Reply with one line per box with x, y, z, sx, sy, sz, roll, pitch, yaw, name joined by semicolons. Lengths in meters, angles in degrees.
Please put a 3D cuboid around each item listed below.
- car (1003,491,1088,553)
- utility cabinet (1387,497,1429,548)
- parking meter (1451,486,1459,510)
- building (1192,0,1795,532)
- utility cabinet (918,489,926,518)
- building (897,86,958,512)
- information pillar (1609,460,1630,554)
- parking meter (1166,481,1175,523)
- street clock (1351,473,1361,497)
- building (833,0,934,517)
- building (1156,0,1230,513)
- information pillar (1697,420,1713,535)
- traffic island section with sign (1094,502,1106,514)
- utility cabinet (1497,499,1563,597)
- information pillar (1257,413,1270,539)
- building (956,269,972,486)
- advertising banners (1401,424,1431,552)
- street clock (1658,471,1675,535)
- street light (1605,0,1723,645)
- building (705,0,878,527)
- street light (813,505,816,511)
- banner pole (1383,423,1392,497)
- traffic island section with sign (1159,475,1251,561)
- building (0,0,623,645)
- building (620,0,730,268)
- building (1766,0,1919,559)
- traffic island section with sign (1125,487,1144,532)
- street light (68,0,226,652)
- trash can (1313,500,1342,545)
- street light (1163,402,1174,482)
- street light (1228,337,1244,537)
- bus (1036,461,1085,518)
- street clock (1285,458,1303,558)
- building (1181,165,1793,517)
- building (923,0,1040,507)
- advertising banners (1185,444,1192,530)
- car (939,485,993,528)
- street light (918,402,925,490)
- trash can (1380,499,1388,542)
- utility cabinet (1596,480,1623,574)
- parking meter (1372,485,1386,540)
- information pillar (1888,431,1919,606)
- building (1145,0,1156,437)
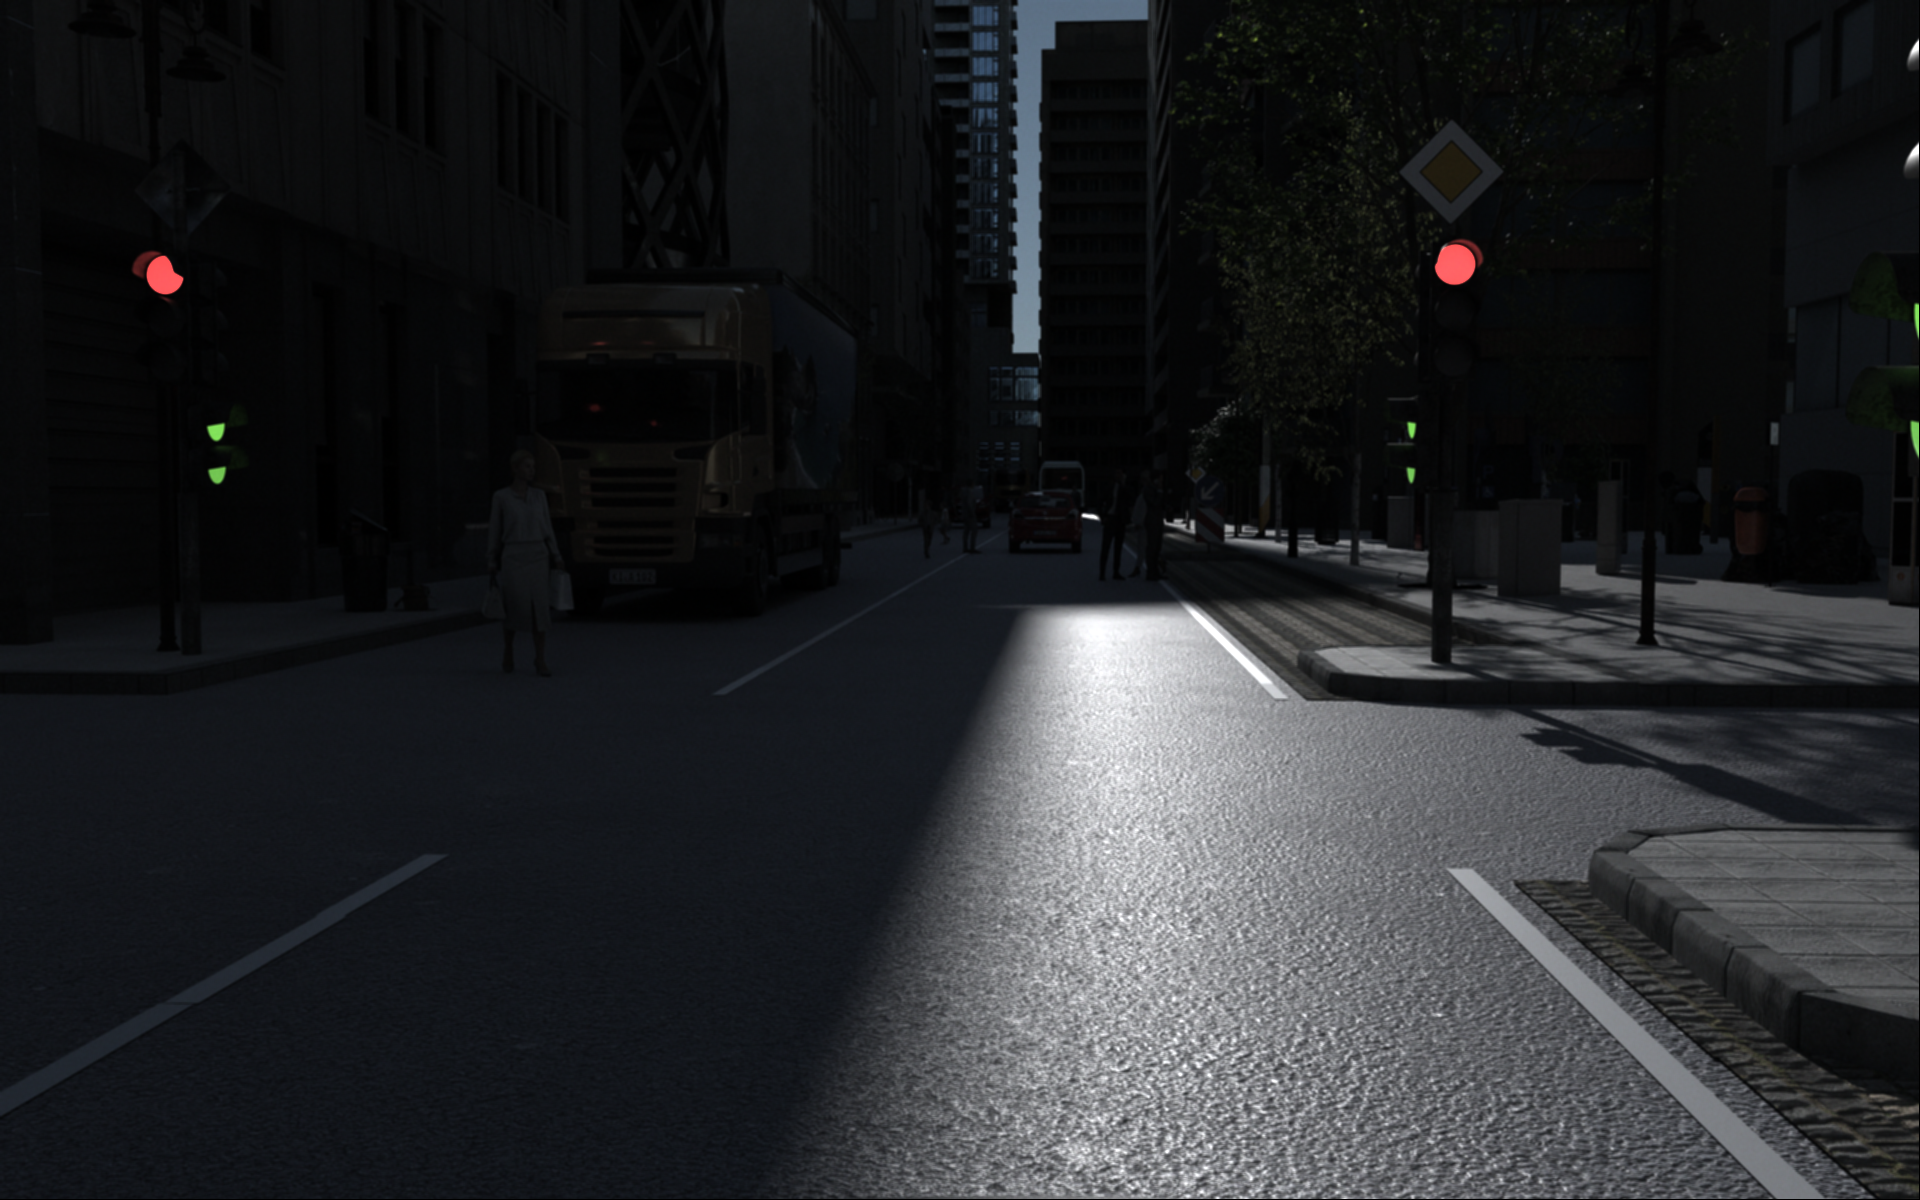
2.151;-2.110;43.535;2.155;1.783;4.494;0;4;3;car
10.694;-1.837;41.190;1.020;1.237;0.306;1;4;16;utility cabinet
15.516;-2.822;54.547;0.372;1.533;0.369;0;3;0;parking meter
21.553;-25.532;72.068;22.147;44.769;28.867;0;4;4;building
-1.775;-4.394;80.520;0.318;1.500;1.173;0;4;1;utility cabinet
-7.673;-21.523;123.601;14.160;30.474;14.107;0;4;4;building
14.112;-1.995;37.115;0.304;2.012;0.304;-3;5;-40;information pillar
9.491;-4.430;78.148;0.399;1.863;0.255;0;4;4;parking meter
12.693;-3.119;55.566;0.358;2.002;0.471;2;4;25;street clock
-15.926;-31.401;102.643;28.713;52.752;27.495;0;4;4;building
25.089;-30.564;123.418;21.300;48.544;21.600;0;4;4;building
23.164;-3.817;53.768;0.504;3.616;0.183;1;4;10;information pillar
11.973;-8.170;142.210;1.989;1.847;2.006;0;4;4;traffic island section with sign
7.206;-0.657;21.908;1.020;1.237;0.306;-3;5;-40;utility cabinet
8.809;-3.591;50.072;0.183;3.616;0.504;3;5;39;information pillar
-14.162;-18.721;151.120;28.899;21.520;27.650;0;4;4;building
10.307;-2.604;38.769;0.090;3.025;2.074;-1;4;-10;advertising banners
22.178;-3.048;54.413;0.471;2.002;0.358;1;4;12;street clock
5.867;-2.558;14.614;0.468;5.910;1.993;0;4;4;street light
-8.998;-13.307;66.718;9.793;20.994;18.267;0;4;4;building
-4.267;-4.770;50.782;0.468;5.910;1.993;0;4;4;street light
13.892;-4.053;56.279;0.401;3.779;0.863;0;4;-6;banner pole
5.279;-1.784;37.789;1.989;1.847;2.006;0;4;4;traffic island section with sign
-13.275;-12.612;24.232;12.078;24.808;19.932;0;4;4;building
-14.507;-10.750;43.210;16.820;18.784;16.811;0;4;4;building
30.156;-26.570;23.666;27.495;52.752;28.713;0;4;4;building
7.040;-3.463;65.251;1.989;1.847;2.006;0;4;4;traffic island section with sign
-6.482;-2.521;14.004;0.468;5.910;1.993;0;4;4;street light
9.328;-1.980;44.030;0.748;1.137;0.748;0;3;0;trash can
10.504;-7.008;87.371;0.468;5.910;1.993;0;4;4;street light
8.184;-4.792;51.133;0.468;5.910;1.993;0;4;4;street light
6.004;-6.666;103.842;2.948;3.499;13.247;0;4;2;bus
6.737;-1.861;35.000;0.358;2.002;0.471;1;4;17;street clock
29.556;-24.969;100.129;32.217;40.220;23.993;0;4;4;building
-6.999;-53.245;183.223;31.000;86.520;22.319;0;4;4;building
8.150;-4.004;61.650;0.090;3.025;2.074;0;4;3;advertising banners
0.284;-3.988;73.871;2.281;1.827;5.304;0;4;2;car
-1.929;-7.009;87.377;0.468;5.910;1.993;0;4;4;street light
11.972;-2.208;47.752;0.748;1.137;0.748;0;3;0;trash can
10.455;-1.176;27.899;0.318;1.500;1.173;2;4;25;utility cabinet
11.800;-2.470;48.800;0.372;1.533;0.369;0;3;0;parking meter
10.917;-0.941;19.882;0.304;2.012;0.304;-2;4;-26;information pillar
29.930;-34.146;147.532;28.713;52.752;27.495;0;4;4;building
